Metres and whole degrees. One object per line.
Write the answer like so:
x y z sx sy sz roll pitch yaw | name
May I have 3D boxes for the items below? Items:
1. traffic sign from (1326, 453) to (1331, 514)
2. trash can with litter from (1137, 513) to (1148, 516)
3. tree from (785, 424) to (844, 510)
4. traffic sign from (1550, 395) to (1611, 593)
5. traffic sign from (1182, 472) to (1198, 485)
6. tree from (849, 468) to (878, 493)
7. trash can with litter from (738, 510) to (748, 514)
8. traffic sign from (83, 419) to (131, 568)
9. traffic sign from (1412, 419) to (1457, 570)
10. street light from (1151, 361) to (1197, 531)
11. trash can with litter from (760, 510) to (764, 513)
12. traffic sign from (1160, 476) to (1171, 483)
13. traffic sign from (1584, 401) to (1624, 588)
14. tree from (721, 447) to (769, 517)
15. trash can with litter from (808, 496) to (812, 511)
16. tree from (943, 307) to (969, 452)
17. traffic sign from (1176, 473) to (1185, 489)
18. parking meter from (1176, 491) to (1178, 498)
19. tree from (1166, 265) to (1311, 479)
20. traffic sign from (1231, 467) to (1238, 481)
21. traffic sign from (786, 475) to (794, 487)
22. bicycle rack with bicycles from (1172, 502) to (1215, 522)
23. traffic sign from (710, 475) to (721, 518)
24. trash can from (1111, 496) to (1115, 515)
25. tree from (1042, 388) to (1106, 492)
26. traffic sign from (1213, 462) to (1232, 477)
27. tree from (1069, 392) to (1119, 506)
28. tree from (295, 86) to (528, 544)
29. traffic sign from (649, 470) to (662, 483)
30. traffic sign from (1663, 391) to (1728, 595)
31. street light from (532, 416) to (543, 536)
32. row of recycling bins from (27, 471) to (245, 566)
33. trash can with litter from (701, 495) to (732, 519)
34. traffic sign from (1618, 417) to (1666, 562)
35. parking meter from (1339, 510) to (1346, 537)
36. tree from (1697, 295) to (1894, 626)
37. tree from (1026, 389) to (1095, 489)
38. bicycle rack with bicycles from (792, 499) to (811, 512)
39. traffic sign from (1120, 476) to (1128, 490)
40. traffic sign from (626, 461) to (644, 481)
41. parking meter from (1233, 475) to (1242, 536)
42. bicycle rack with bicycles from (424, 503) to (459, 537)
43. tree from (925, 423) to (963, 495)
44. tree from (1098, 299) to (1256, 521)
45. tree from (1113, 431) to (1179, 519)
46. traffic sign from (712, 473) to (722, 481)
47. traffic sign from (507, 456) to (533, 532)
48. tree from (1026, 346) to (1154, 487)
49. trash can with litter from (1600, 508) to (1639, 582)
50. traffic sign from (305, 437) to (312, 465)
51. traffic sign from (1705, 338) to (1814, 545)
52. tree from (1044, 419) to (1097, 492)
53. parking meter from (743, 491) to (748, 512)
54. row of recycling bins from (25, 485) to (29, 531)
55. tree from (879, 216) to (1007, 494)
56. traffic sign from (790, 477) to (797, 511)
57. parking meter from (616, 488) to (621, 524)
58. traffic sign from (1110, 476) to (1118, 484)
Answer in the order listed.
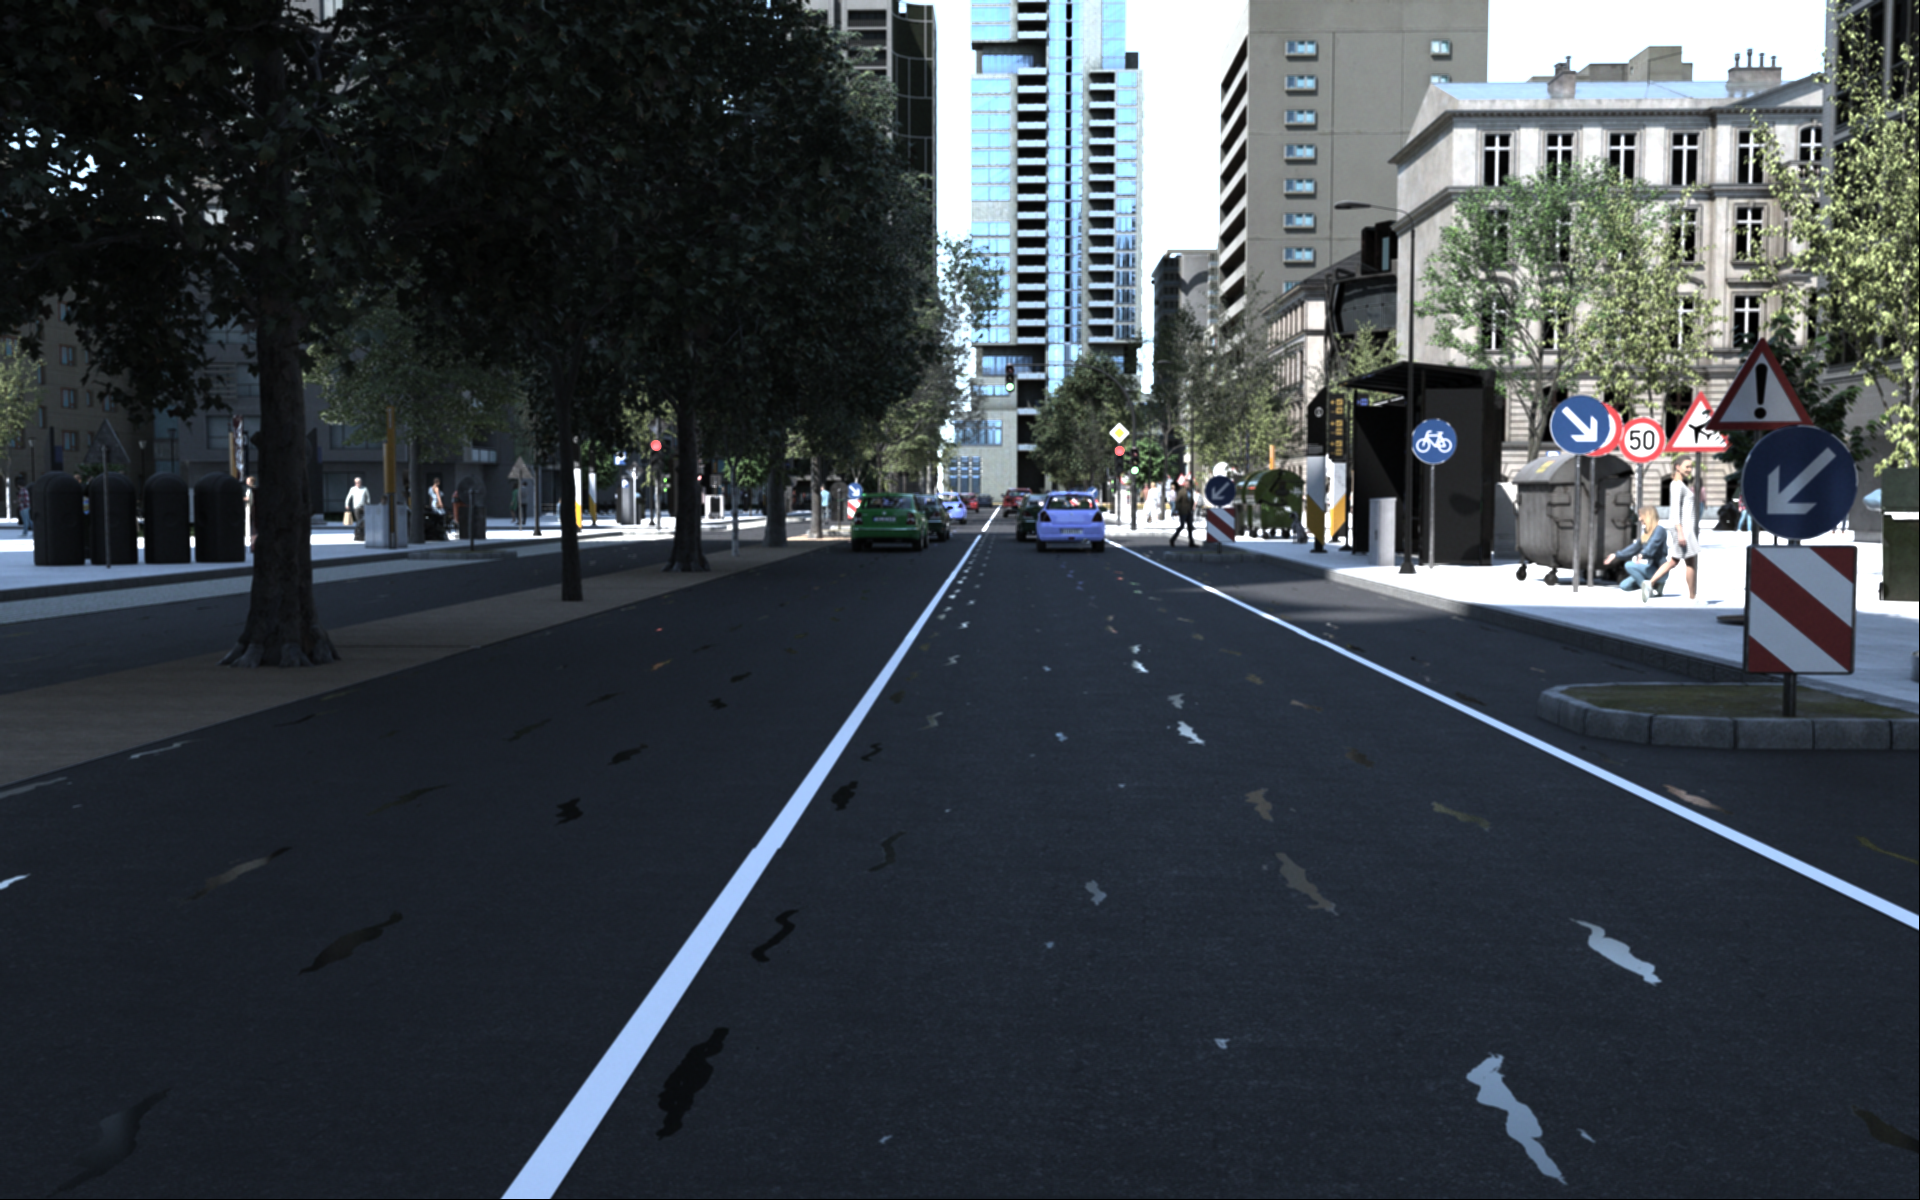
11.421 -3.247 53.192 0.768 2.556 0.104 1 4 10 | traffic sign
11.192 -5.564 102.036 2.233 1.210 1.678 -1 4 -21 | trash can with litter
-11.196 -13.333 143.754 9.928 11.665 9.643 0 3 0 | tree
7.984 -1.363 22.383 0.768 2.556 0.104 0 4 4 | traffic sign
13.264 -6.105 99.820 0.884 2.594 0.081 1 4 11 | traffic sign
-9.696 -12.304 184.886 4.285 4.588 4.351 0 3 0 | tree
-14.642 -6.355 114.966 1.678 1.210 2.233 1 4 11 | trash can with litter
-14.719 -1.827 29.867 0.884 2.594 0.081 1 4 8 | traffic sign
8.014 -1.790 29.376 0.768 2.556 0.104 0 4 2 | traffic sign
7.554 -5.374 60.408 1.470 5.913 1.316 0 4 2 | street light
-12.484 -6.225 113.173 1.055 1.170 0.624 -1 4 -20 | trash can with litter
12.429 -6.443 105.441 0.768 2.556 0.104 0 4 7 | traffic sign
8.636 -1.440 23.650 0.768 2.556 0.104 0 4 3 | traffic sign
-11.783 -6.966 97.610 4.285 4.588 4.351 0 3 0 | tree
-11.117 -7.335 131.312 0.624 1.170 1.055 -1 4 -20 | trash can with litter
-3.390 -10.343 89.700 7.486 12.596 7.792 0 3 0 | tree
13.604 -6.508 106.408 0.884 2.594 0.081 0 4 3 | traffic sign
13.995 -6.316 111.675 0.372 1.533 0.369 0 3 0 | parking meter
8.699 -6.408 55.136 4.360 8.622 3.978 0 3 0 | tree
12.081 -4.662 76.230 0.884 2.594 0.081 0 4 6 | traffic sign
-11.426 -7.035 115.033 0.884 2.594 0.081 0 4 5 | traffic sign
11.215 -4.072 79.958 2.925 0.926 2.852 0 4 -6 | bicycle rack with bicycles
-13.274 -5.620 94.021 0.606 2.300 0.079 1 4 10 | traffic sign
9.704 -5.819 106.792 0.748 1.137 0.748 0 3 0 | trash can
11.118 -14.367 153.019 7.486 12.596 7.792 0 3 0 | tree
10.477 -4.222 69.133 0.768 2.556 0.104 1 4 9 | traffic sign
9.900 -10.634 124.226 4.360 8.622 3.978 0 3 0 | tree
-14.085 -7.752 44.878 7.486 12.596 7.792 0 3 0 | tree
-15.640 -5.455 89.290 0.768 2.556 0.104 0 4 2 | traffic sign
9.360 -1.344 21.986 0.884 2.594 0.081 0 4 5 | traffic sign
-12.289 -4.882 52.368 1.470 5.913 1.316 0 4 2 | street light
-15.090 -1.518 31.936 3.534 1.692 1.069 -2 4 -32 | row of recycling bins
-12.818 -4.696 87.835 2.233 1.210 1.678 -2 4 -32 | trash can with litter
11.232 -1.744 28.615 0.768 2.556 0.104 0 4 5 | traffic sign
11.359 -2.804 51.561 0.399 1.863 0.255 -1 4 -9 | parking meter
7.925 -1.369 16.991 1.663 3.219 1.824 0 3 0 | tree
11.766 -16.800 181.339 9.857 13.997 8.962 0 3 0 | tree
-12.063 -6.717 123.199 2.925 0.926 2.852 -3 5 -41 | bicycle rack with bicycles
9.432 -6.007 98.320 0.768 2.556 0.104 0 4 6 | traffic sign
-12.938 -4.229 68.883 0.795 2.593 0.064 1 4 11 | traffic sign
8.514 -2.884 52.859 0.255 1.863 0.399 2 4 30 | parking meter
-15.817 -2.383 52.349 2.925 0.926 2.852 3 4 38 | bicycle rack with bicycles
-1.863 -11.279 137.234 4.737 8.622 4.395 0 3 0 | tree
9.984 -9.057 82.496 7.601 10.594 8.767 1 4 11 | tree
9.636 -6.523 90.359 4.285 4.588 4.351 0 3 0 | tree
-14.668 -6.344 103.822 0.768 2.556 0.104 1 4 8 | traffic sign
-14.858 -3.577 58.490 0.884 2.594 0.081 0 4 2 | traffic sign
10.228 -13.280 134.132 9.611 12.733 9.660 0 3 0 | tree
9.810 -0.861 25.464 0.624 1.170 1.055 0 4 -4 | trash can with litter
-13.809 -2.190 35.915 0.768 2.556 0.104 0 4 5 | traffic sign
6.667 -0.886 14.497 0.884 2.594 0.081 0 4 5 | traffic sign
11.811 -14.591 164.317 9.928 11.665 9.643 0 3 0 | tree
-15.473 -7.131 124.997 0.372 1.533 0.369 0 3 0 | parking meter
-31.284 -3.311 61.244 3.534 1.692 1.069 0 4 -4 | row of recycling bins
-3.701 -15.647 114.168 12.611 20.169 13.585 0 3 0 | tree
-12.182 -7.677 125.621 0.768 2.556 0.104 1 4 11 | traffic sign
-14.708 -4.070 74.957 0.372 1.533 0.369 0 3 0 | parking meter
10.934 -7.459 122.064 0.768 2.556 0.104 0 4 2 | traffic sign
